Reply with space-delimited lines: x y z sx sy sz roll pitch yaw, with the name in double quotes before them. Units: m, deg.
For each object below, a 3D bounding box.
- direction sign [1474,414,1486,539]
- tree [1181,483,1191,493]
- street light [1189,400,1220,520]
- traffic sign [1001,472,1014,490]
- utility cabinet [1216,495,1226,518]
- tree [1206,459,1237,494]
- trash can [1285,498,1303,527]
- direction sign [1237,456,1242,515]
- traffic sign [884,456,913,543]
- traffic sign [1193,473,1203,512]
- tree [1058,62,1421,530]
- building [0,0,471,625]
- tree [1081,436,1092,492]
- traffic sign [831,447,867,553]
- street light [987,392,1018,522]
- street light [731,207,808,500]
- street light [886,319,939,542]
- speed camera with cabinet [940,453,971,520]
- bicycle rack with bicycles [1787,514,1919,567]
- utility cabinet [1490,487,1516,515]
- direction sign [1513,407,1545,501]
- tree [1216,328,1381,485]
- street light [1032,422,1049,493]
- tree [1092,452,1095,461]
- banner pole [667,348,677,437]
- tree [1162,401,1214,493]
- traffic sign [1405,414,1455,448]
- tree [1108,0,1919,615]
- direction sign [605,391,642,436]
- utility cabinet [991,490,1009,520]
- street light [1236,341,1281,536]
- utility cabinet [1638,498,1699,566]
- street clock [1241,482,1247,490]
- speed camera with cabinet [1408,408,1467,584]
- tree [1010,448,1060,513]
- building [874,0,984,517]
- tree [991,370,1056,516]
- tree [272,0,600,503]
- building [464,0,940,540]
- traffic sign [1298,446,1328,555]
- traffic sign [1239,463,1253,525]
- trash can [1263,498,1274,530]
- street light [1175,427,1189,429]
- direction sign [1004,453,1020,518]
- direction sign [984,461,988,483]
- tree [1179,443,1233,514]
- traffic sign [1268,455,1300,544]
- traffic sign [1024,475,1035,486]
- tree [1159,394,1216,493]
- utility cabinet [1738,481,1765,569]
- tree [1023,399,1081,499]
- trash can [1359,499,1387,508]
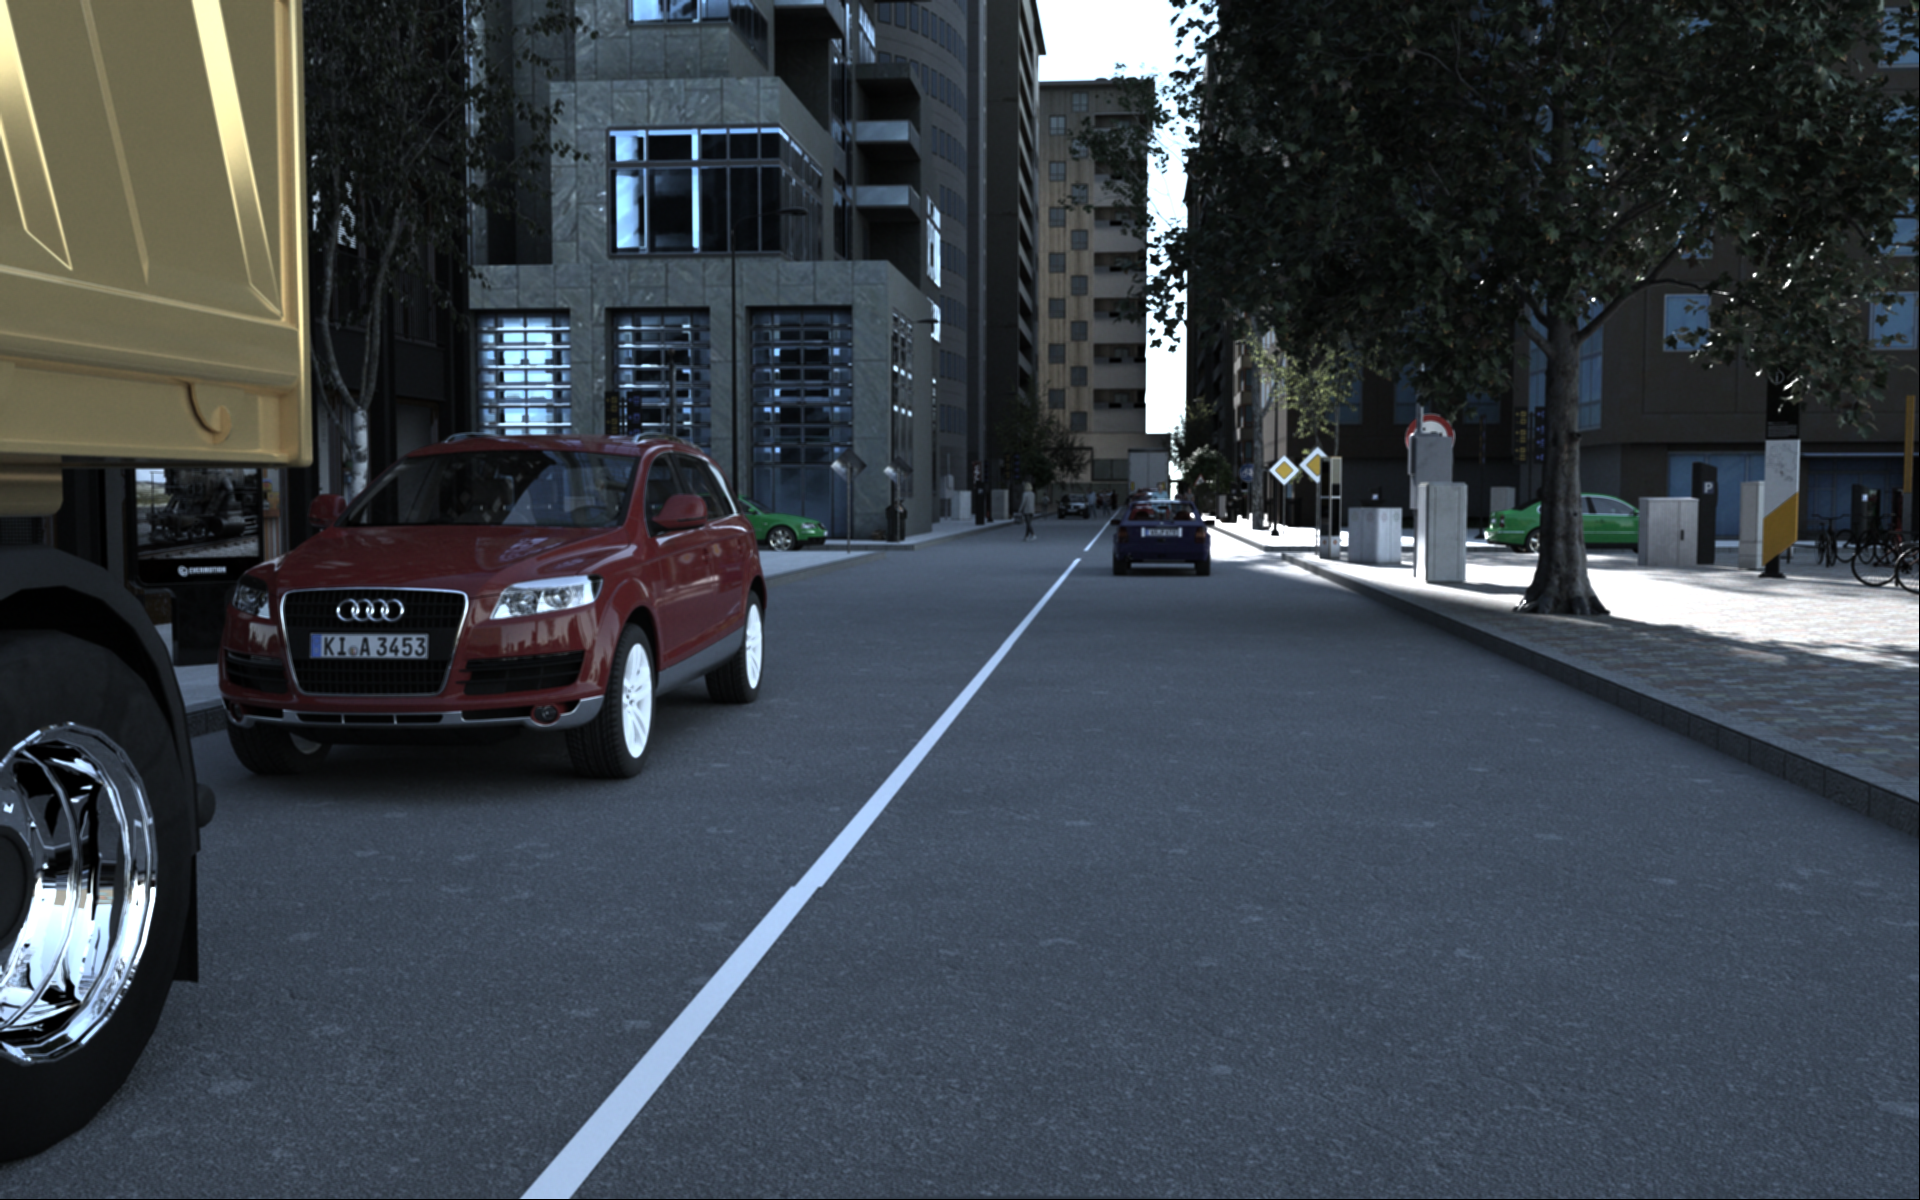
"direction sign" 14.922 -3.518 49.513 0.379 3.537 0.876 0 4 7
"tree" 20.739 -9.790 154.663 1.663 3.219 1.824 0 3 0
"street light" 12.183 -6.900 85.352 1.470 5.913 1.316 0 4 6
"traffic sign" 2.691 -5.963 97.606 0.768 2.556 0.104 1 4 11
"utility cabinet" 13.793 -4.914 91.505 0.306 1.237 1.020 1 4 23
"tree" 14.530 -6.128 94.791 1.663 3.219 1.824 0 3 0
"trash can" 12.848 -3.369 66.742 0.748 1.137 0.748 0 3 0
"direction sign" 16.787 -6.853 104.037 0.379 3.537 0.876 2 4 23
"traffic sign" -1.611 -2.548 45.301 0.795 2.450 0.064 0 4 6
"traffic sign" 14.990 -6.602 107.951 0.884 2.594 0.081 0 4 8
"tree" 9.607 -12.468 59.747 12.611 20.169 13.585 0 3 0
"building" -13.783 -11.430 16.564 12.332 23.373 15.834 0 4 6
"tree" 10.199 -13.410 169.615 4.360 8.622 3.978 0 3 0
"traffic sign" -2.402 -2.062 37.355 0.795 2.450 0.064 0 4 6
"street light" 1.912 -6.504 78.880 1.470 5.913 1.316 0 4 6
"street light" -3.152 -3.408 28.266 1.470 5.913 1.316 0 4 6
"street light" -1.254 -4.496 46.048 1.470 5.913 1.316 0 4 6
"speed camera with cabinet" -0.286 -5.542 84.947 0.660 3.252 2.038 3 5 39
"bicycle rack with bicycles" 16.272 -1.090 31.212 2.852 0.926 2.925 0 4 6
"utility cabinet" 16.590 -2.706 52.923 0.318 1.500 1.173 0 4 -5
"direction sign" 14.790 -3.237 44.922 0.876 3.537 0.379 0 4 5
"tree" 10.007 -5.935 47.397 4.360 8.622 3.978 0 3 0
"street light" 5.248 -8.525 111.926 1.470 5.913 1.316 0 4 6
"tree" 12.773 -14.905 194.065 4.360 8.622 3.978 0 3 0
"banner pole" -4.883 -2.419 29.568 0.401 3.779 0.863 -1 4 -16
"tree" 17.793 -11.236 134.069 4.737 8.622 4.395 0 3 0
"traffic sign" 7.452 -1.678 27.542 0.768 2.556 0.104 0 4 6
"tree" 6.413 -6.207 18.488 9.611 12.733 9.660 0 3 0
"direction sign" -7.412 -2.825 38.186 0.876 3.537 0.379 1 4 16
"utility cabinet" 1.922 -4.724 85.908 0.318 1.500 1.173 -3 4 -38
"street light" 9.038 -4.892 52.519 1.470 5.913 1.316 0 4 6
"utility cabinet" 12.688 -1.215 31.023 1.020 1.237 0.306 -1 4 -12
"street clock" 16.552 -5.873 100.590 0.358 2.002 0.471 -3 5 -39
"speed camera with cabinet" 7.089 -1.918 25.691 0.660 3.252 2.038 0 4 7
"tree" 4.868 -8.340 120.078 4.285 4.588 4.351 0 3 0
"building" -10.225 -34.153 100.400 21.231 58.520 28.212 0 4 6
"tree" 3.730 -9.358 103.368 4.737 8.622 4.395 0 3 0
"tree" -5.419 -3.994 15.658 4.360 8.622 3.978 0 3 0
"building" -11.559 -45.828 61.957 22.319 86.520 31.000 0 4 6
"traffic sign" 7.492 -2.001 36.355 0.795 2.450 0.064 0 4 6
"traffic sign" 11.905 -4.368 71.527 0.768 2.556 0.104 1 4 9
"trash can" 10.925 -3.101 62.348 0.748 1.137 0.748 0 3 0
"street light" 15.477 -8.962 119.067 1.470 5.913 1.316 0 4 6
"direction sign" 2.827 -6.284 94.746 0.876 3.537 0.379 -1 4 -10
"direction sign" 1.554 -7.684 117.634 0.876 3.537 0.379 -2 4 -35
"tree" 15.787 -7.760 110.594 4.285 4.588 4.351 0 3 0
"traffic sign" 8.282 -2.487 44.301 0.795 2.450 0.064 0 4 6
"traffic sign" 4.513 -6.900 112.916 0.768 2.556 0.104 0 4 7
"tree" 17.119 -10.825 127.344 4.360 8.622 3.978 0 3 0
"utility cabinet" 13.624 -1.274 29.503 0.318 1.500 1.173 3 5 43
"tree" 6.654 -11.115 132.098 4.360 8.622 3.978 0 3 0
"trash can" 11.205 -2.164 47.036 0.748 1.137 0.748 0 3 0
